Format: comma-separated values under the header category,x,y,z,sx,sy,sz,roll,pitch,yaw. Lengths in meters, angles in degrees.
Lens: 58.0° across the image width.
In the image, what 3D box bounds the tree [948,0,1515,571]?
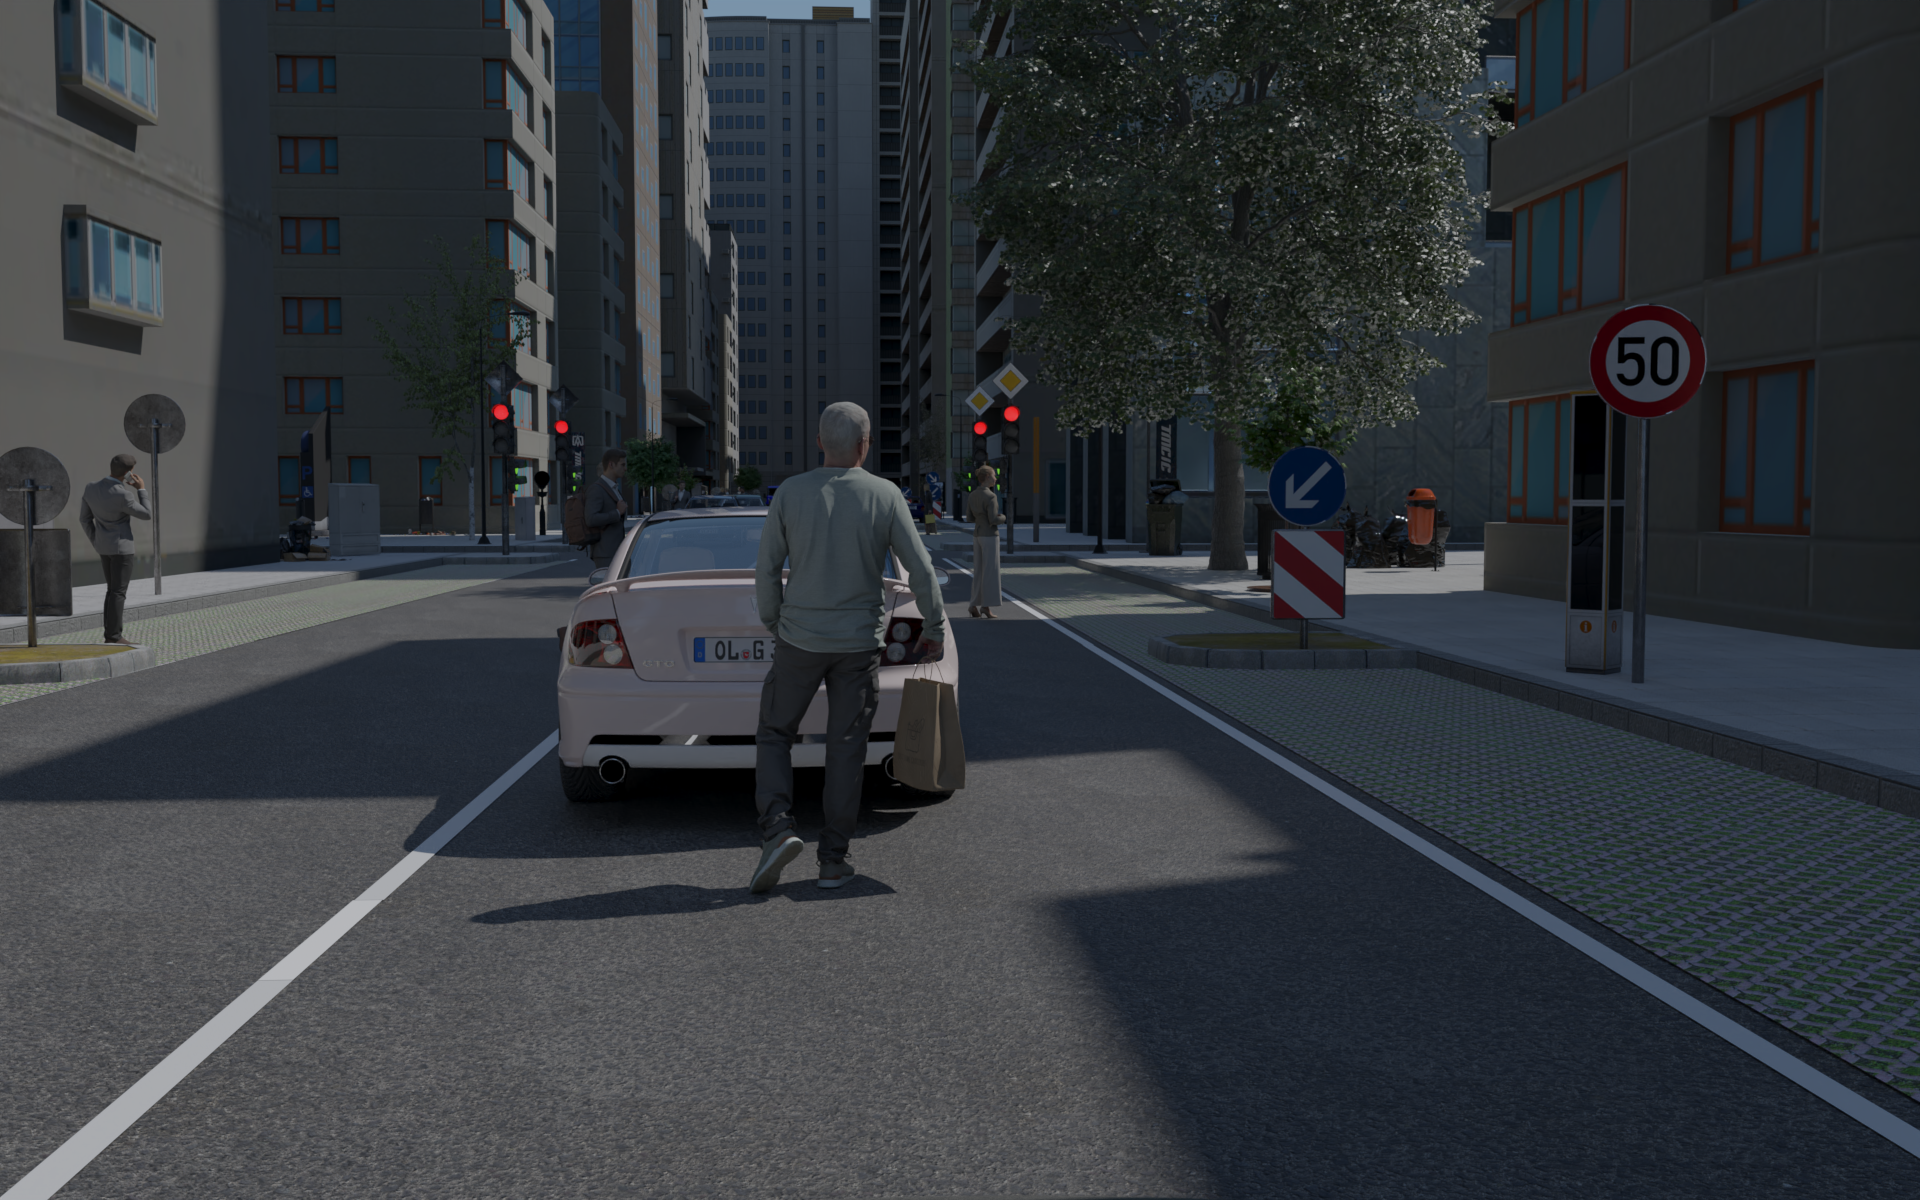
category,x,y,z,sx,sy,sz,roll,pitch,yaw
tree,4.443,-7.477,28.897,9.857,13.997,8.962,0,3,0

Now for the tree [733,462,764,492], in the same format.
category,x,y,z,sx,sy,sz,roll,pitch,yaw
tree,-21.788,-11.880,177.949,4.285,4.588,4.351,0,3,0

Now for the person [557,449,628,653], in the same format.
category,x,y,z,sx,sy,sz,roll,pitch,yaw
person,-3.149,-0.422,15.369,0.822,1.834,0.622,0,4,-6

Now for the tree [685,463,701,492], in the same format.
category,x,y,z,sx,sy,sz,roll,pitch,yaw
tree,-17.071,-6.876,107.024,1.663,3.219,1.824,0,3,0

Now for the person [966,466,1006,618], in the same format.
category,x,y,z,sx,sy,sz,roll,pitch,yaw
person,0.327,-0.669,19.983,0.362,1.759,0.519,-3,4,-36

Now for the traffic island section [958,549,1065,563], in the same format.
category,x,y,z,sx,sy,sz,roll,pitch,yaw
traffic island section,1.097,-0.911,37.172,2.009,0.180,2.903,0,4,-4

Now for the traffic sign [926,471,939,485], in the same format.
category,x,y,z,sx,sy,sz,roll,pitch,yaw
traffic sign,-1.539,-5.963,97.599,0.768,2.556,0.104,0,4,-4

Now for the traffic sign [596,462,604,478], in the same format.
category,x,y,z,sx,sy,sz,roll,pitch,yaw
traffic sign,-13.325,-3.989,65.324,0.768,2.556,0.104,0,4,-2

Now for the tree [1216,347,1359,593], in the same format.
category,x,y,z,sx,sy,sz,roll,pitch,yaw
tree,4.439,-1.723,22.767,1.663,3.219,1.824,0,3,0

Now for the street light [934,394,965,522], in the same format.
category,x,y,z,sx,sy,sz,roll,pitch,yaw
street light,-0.496,-6.586,80.217,1.470,5.913,1.316,0,4,-4

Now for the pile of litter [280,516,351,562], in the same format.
category,x,y,z,sx,sy,sz,roll,pitch,yaw
pile of litter,-12.601,-1.177,33.207,1.719,0.858,1.176,0,4,-7

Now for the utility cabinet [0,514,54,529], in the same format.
category,x,y,z,sx,sy,sz,roll,pitch,yaw
utility cabinet,-10.793,-0.512,19.534,0.306,1.237,1.020,3,5,39

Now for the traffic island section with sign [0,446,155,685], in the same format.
category,x,y,z,sx,sy,sz,roll,pitch,yaw
traffic island section with sign,-7.624,-0.315,13.773,1.989,1.847,2.006,0,4,-4

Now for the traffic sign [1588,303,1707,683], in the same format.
category,x,y,z,sx,sy,sz,roll,pitch,yaw
traffic sign,4.606,-0.708,11.689,0.768,2.556,0.104,0,4,6

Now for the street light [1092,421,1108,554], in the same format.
category,x,y,z,sx,sy,sz,roll,pitch,yaw
street light,2.477,-3.951,37.143,1.470,5.913,1.316,0,4,-4

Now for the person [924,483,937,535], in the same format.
category,x,y,z,sx,sy,sz,roll,pitch,yaw
person,-1.041,-3.181,60.719,0.699,1.804,1.509,1,4,14

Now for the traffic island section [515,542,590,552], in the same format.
category,x,y,z,sx,sy,sz,roll,pitch,yaw
traffic island section,-10.138,-1.352,44.381,2.009,0.180,2.903,0,4,-4

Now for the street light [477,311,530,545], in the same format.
category,x,y,z,sx,sy,sz,roll,pitch,yaw
street light,-11.598,-4.373,44.033,1.470,5.913,1.316,0,4,-4

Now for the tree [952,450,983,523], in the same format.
category,x,y,z,sx,sy,sz,roll,pitch,yaw
tree,0.348,-5.030,76.834,1.663,3.219,1.824,0,3,0

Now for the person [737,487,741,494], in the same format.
category,x,y,z,sx,sy,sz,roll,pitch,yaw
person,-11.612,-5.099,92.044,0.590,1.801,0.661,0,4,6

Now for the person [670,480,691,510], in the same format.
category,x,y,z,sx,sy,sz,roll,pitch,yaw
person,-8.198,-2.595,50.891,0.622,1.834,0.822,-1,4,-14

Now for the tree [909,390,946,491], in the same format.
category,x,y,z,sx,sy,sz,roll,pitch,yaw
tree,-1.863,-10.592,123.545,4.360,8.622,3.978,0,3,0

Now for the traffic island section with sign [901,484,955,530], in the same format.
category,x,y,z,sx,sy,sz,roll,pitch,yaw
traffic island section with sign,-1.218,-3.734,69.674,1.989,1.847,2.006,0,4,-4

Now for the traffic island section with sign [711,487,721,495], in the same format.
category,x,y,z,sx,sy,sz,roll,pitch,yaw
traffic island section with sign,-13.581,-5.405,96.991,1.989,1.847,2.006,0,4,-4

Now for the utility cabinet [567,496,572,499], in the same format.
category,x,y,z,sx,sy,sz,roll,pitch,yaw
utility cabinet,-12.929,-2.848,57.728,0.306,1.237,1.020,0,4,6

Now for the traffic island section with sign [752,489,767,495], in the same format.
category,x,y,z,sx,sy,sz,roll,pitch,yaw
traffic island section with sign,-17.086,-8.396,145.904,1.989,1.847,2.006,0,4,-4

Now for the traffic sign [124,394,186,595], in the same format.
category,x,y,z,sx,sy,sz,roll,pitch,yaw
traffic sign,-10.217,-1.338,21.990,0.768,2.556,0.104,0,4,-3

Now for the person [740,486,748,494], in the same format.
category,x,y,z,sx,sy,sz,roll,pitch,yaw
person,-9.606,-4.167,76.972,0.623,1.781,0.721,0,3,0

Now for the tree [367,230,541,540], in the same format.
category,x,y,z,sx,sy,sz,roll,pitch,yaw
tree,-13.757,-5.956,47.738,4.737,8.622,4.395,0,3,0

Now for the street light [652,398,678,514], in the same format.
category,x,y,z,sx,sy,sz,roll,pitch,yaw
street light,-14.305,-6.799,83.709,1.470,5.913,1.316,0,4,-4

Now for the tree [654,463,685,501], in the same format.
category,x,y,z,sx,sy,sz,roll,pitch,yaw
tree,-16.516,-6.261,96.964,1.663,3.219,1.824,0,3,0

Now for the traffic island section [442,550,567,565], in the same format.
category,x,y,z,sx,sy,sz,roll,pitch,yaw
traffic island section,-9.568,-0.865,36.416,2.009,0.180,2.903,0,4,-4

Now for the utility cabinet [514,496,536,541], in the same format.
category,x,y,z,sx,sy,sz,roll,pitch,yaw
utility cabinet,-12.082,-2.258,48.087,0.306,1.237,1.020,-2,4,-31

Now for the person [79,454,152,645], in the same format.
category,x,y,z,sx,sy,sz,roll,pitch,yaw
person,-7.850,-0.456,16.132,0.592,1.802,0.473,3,4,36

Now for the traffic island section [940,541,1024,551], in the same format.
category,x,y,z,sx,sy,sz,roll,pitch,yaw
traffic island section,0.527,-1.398,45.137,2.009,0.180,2.903,0,4,-4

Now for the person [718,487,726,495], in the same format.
category,x,y,z,sx,sy,sz,roll,pitch,yaw
person,-12.704,-5.278,95.017,1.509,1.804,0.699,2,4,29

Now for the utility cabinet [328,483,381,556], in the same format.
category,x,y,z,sx,sy,sz,roll,pitch,yaw
utility cabinet,-12.599,-1.675,36.073,0.318,1.500,1.173,2,4,23

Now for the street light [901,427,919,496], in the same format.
category,x,y,z,sx,sy,sz,roll,pitch,yaw
street light,-3.400,-8.999,119.669,1.470,5.913,1.316,0,4,-4

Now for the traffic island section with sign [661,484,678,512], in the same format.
category,x,y,z,sx,sy,sz,roll,pitch,yaw
traffic island section with sign,-11.625,-3.728,69.589,1.989,1.847,2.006,0,4,-4

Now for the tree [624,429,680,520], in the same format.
category,x,y,z,sx,sy,sz,roll,pitch,yaw
tree,-15.562,-6.318,87.021,4.285,4.588,4.351,0,3,0

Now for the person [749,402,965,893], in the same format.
category,x,y,z,sx,sy,sz,roll,pitch,yaw
person,-0.374,0.163,6.326,0.782,1.767,0.515,0,4,-4

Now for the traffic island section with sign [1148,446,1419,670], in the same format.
category,x,y,z,sx,sy,sz,roll,pitch,yaw
traffic island section with sign,2.694,-0.390,15.002,1.989,1.847,2.006,0,4,-4

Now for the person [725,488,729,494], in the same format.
category,x,y,z,sx,sy,sz,roll,pitch,yaw
person,-14.364,-6.020,107.146,0.641,1.798,0.478,0,4,-6
